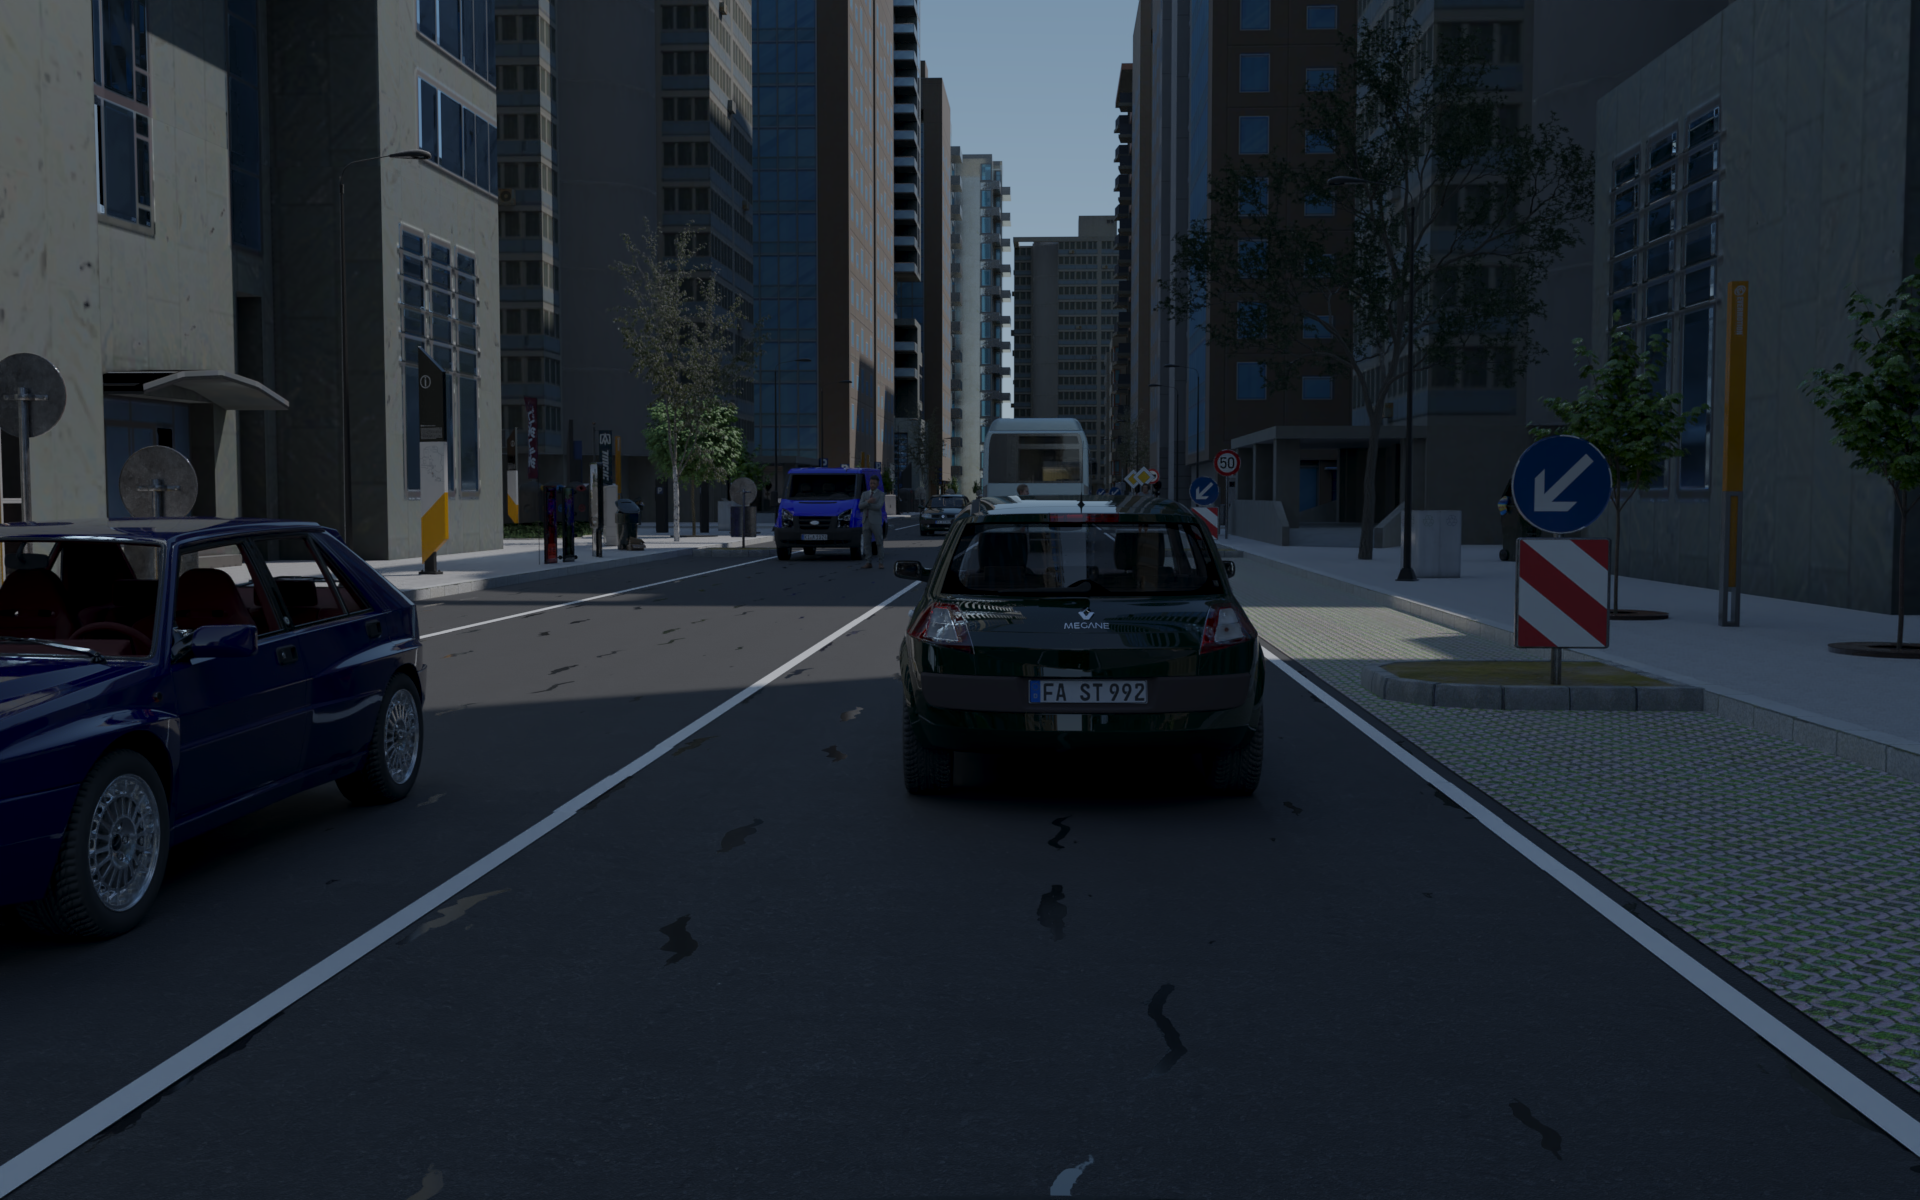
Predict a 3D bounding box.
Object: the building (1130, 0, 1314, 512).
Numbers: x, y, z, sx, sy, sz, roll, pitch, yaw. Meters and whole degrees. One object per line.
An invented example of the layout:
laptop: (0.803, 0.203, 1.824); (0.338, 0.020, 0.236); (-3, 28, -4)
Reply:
building: (22.384, -30.752, 152.900); (14.600, 45.320, 14.200); (0, 4, 3)

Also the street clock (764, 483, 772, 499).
street clock: (-10.702, -5.614, 96.354); (0.471, 2.002, 0.358); (-1, 4, -21)

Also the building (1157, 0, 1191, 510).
building: (21.986, -34.063, 98.921); (21.231, 58.520, 28.212); (0, 4, 3)

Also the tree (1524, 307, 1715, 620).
tree: (6.868, -1.438, 18.119); (1.663, 3.219, 1.824); (0, 3, 0)

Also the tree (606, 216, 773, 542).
tree: (-7.450, -5.876, 46.431); (4.360, 8.622, 3.978); (0, 3, 0)

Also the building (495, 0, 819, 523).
building: (-23.178, -23.939, 83.282); (32.217, 40.220, 23.993); (0, 4, 3)

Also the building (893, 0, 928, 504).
building: (-13.747, -51.833, 160.135); (22.319, 86.520, 31.000); (0, 4, 3)

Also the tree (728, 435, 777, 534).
tree: (-7.002, -3.759, 56.056); (1.663, 3.219, 1.824); (0, 3, 0)

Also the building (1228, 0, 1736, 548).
building: (24.364, -21.742, 47.370); (32.217, 40.220, 23.993); (0, 4, 3)

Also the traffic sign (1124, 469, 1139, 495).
traffic sign: (7.018, -4.067, 70.134); (0.795, 2.450, 0.064); (0, 4, 3)

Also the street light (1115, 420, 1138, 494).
street light: (10.576, -8.330, 108.744); (1.470, 5.913, 1.316); (0, 4, 3)

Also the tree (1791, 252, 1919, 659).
tree: (7.681, -1.173, 13.778); (1.663, 3.219, 1.824); (0, 3, 0)

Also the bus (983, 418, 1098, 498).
bus: (2.370, -3.287, 48.607); (2.948, 3.499, 13.247); (0, 4, 5)

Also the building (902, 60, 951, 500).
building: (-8.306, -32.635, 183.693); (14.600, 45.320, 14.200); (0, 4, 3)

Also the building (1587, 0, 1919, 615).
building: (20.739, -42.658, 10.129); (22.319, 86.520, 31.000); (0, 4, 3)

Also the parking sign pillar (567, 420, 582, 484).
parking sign pillar: (-14.112, -4.579, 63.343); (1.447, 3.967, 1.447); (-1, 4, -17)

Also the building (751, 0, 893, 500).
building: (-12.600, -29.503, 132.488); (14.600, 45.320, 14.200); (0, 4, 3)

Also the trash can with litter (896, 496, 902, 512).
trash can with litter: (-4.433, -6.557, 118.592); (0.624, 1.170, 1.055); (1, 4, 17)

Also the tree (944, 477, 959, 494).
tree: (-0.657, -11.044, 175.176); (1.663, 3.219, 1.824); (0, 3, 0)

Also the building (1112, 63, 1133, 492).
building: (26.744, -31.820, 174.881); (22.147, 44.769, 28.867); (0, 4, 3)

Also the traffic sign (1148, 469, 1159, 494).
traffic sign: (9.619, -5.309, 86.908); (0.768, 2.556, 0.104); (0, 4, 7)

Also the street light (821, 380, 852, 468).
street light: (-5.093, -6.010, 70.798); (1.470, 5.913, 1.316); (0, 4, 3)

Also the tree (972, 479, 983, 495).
tree: (2.000, -13.623, 217.329); (1.663, 3.219, 1.824); (0, 3, 0)

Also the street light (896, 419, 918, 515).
street light: (-3.270, -8.212, 106.804); (1.470, 5.913, 1.316); (0, 4, 3)

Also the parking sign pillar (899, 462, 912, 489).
parking sign pillar: (-4.558, -9.518, 144.083); (1.447, 3.967, 1.447); (2, 4, 34)

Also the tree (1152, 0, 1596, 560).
tree: (7.886, -6.048, 33.290); (8.767, 10.594, 7.601); (0, 4, 6)

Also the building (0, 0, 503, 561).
building: (-20.614, -43.431, 22.762); (22.319, 86.520, 31.000); (0, 4, 3)

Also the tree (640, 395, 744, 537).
tree: (-7.977, -4.182, 52.092); (4.285, 4.588, 4.351); (0, 3, 0)

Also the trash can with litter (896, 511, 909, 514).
trash can with litter: (-4.068, -6.319, 114.368); (2.233, 1.210, 1.678); (-1, 4, -15)

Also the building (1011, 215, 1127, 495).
building: (19.278, -33.786, 244.289); (23.993, 40.220, 32.217); (0, 4, 3)

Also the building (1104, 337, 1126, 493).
building: (31.324, -21.993, 204.623); (27.650, 21.520, 28.899); (0, 4, 3)

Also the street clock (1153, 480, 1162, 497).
street clock: (10.458, -5.335, 91.802); (0.358, 2.002, 0.471); (-2, 4, -32)

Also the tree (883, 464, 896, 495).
tree: (-4.731, -7.075, 110.282); (1.663, 3.219, 1.824); (0, 3, 0)

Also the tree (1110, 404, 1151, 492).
tree: (13.993, -11.586, 139.786); (4.360, 8.622, 3.978); (0, 3, 0)

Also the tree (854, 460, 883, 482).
tree: (-5.788, -6.385, 98.990); (1.663, 3.219, 1.824); (0, 3, 0)

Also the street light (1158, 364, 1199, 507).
street light: (7.974, -5.474, 62.037); (1.470, 5.913, 1.316); (0, 4, 3)

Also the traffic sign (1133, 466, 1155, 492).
traffic sign: (6.591, -3.579, 62.160); (0.795, 2.450, 0.064); (0, 4, 3)

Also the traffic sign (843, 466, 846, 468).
traffic sign: (-4.186, -3.615, 62.755); (0.795, 2.450, 0.064); (0, 4, 3)

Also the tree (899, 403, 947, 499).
tree: (-2.795, -11.428, 137.215); (4.360, 8.622, 3.978); (0, 3, 0)

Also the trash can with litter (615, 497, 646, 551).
trash can with litter: (-7.450, -1.718, 39.482); (0.624, 1.170, 1.055); (-2, 4, -34)

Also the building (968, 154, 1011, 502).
building: (-8.107, -38.051, 241.740); (30.456, 49.044, 23.786); (0, 4, 3)

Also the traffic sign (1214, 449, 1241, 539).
traffic sign: (7.618, -3.018, 49.447); (0.768, 2.556, 0.104); (0, 4, 5)

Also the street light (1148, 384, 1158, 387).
street light: (8.631, -6.151, 73.111); (1.470, 5.913, 1.316); (0, 4, 3)

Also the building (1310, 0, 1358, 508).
building: (21.534, -29.262, 128.542); (14.600, 45.320, 14.200); (0, 4, 3)

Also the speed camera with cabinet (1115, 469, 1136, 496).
speed camera with cabinet: (12.943, -8.628, 135.404); (0.660, 3.252, 2.038); (3, 5, 40)

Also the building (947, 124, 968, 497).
building: (-15.163, -36.103, 209.888); (30.456, 49.044, 23.786); (0, 4, 3)

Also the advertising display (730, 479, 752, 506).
advertising display: (-7.829, -3.468, 61.910); (0.974, 1.923, 0.123); (2, 4, 35)

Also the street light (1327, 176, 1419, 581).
street light: (6.071, -3.237, 25.473); (1.470, 5.913, 1.316); (0, 4, 3)

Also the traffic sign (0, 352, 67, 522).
traffic sign: (-8.415, -0.948, 15.605); (0.768, 2.556, 0.104); (0, 4, 5)

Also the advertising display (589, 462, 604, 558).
advertising display: (-7.417, -1.843, 35.354); (0.123, 1.923, 0.974); (-1, 4, -21)

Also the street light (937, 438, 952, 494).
street light: (-1.331, -10.391, 142.437); (1.470, 5.913, 1.316); (0, 4, 3)
